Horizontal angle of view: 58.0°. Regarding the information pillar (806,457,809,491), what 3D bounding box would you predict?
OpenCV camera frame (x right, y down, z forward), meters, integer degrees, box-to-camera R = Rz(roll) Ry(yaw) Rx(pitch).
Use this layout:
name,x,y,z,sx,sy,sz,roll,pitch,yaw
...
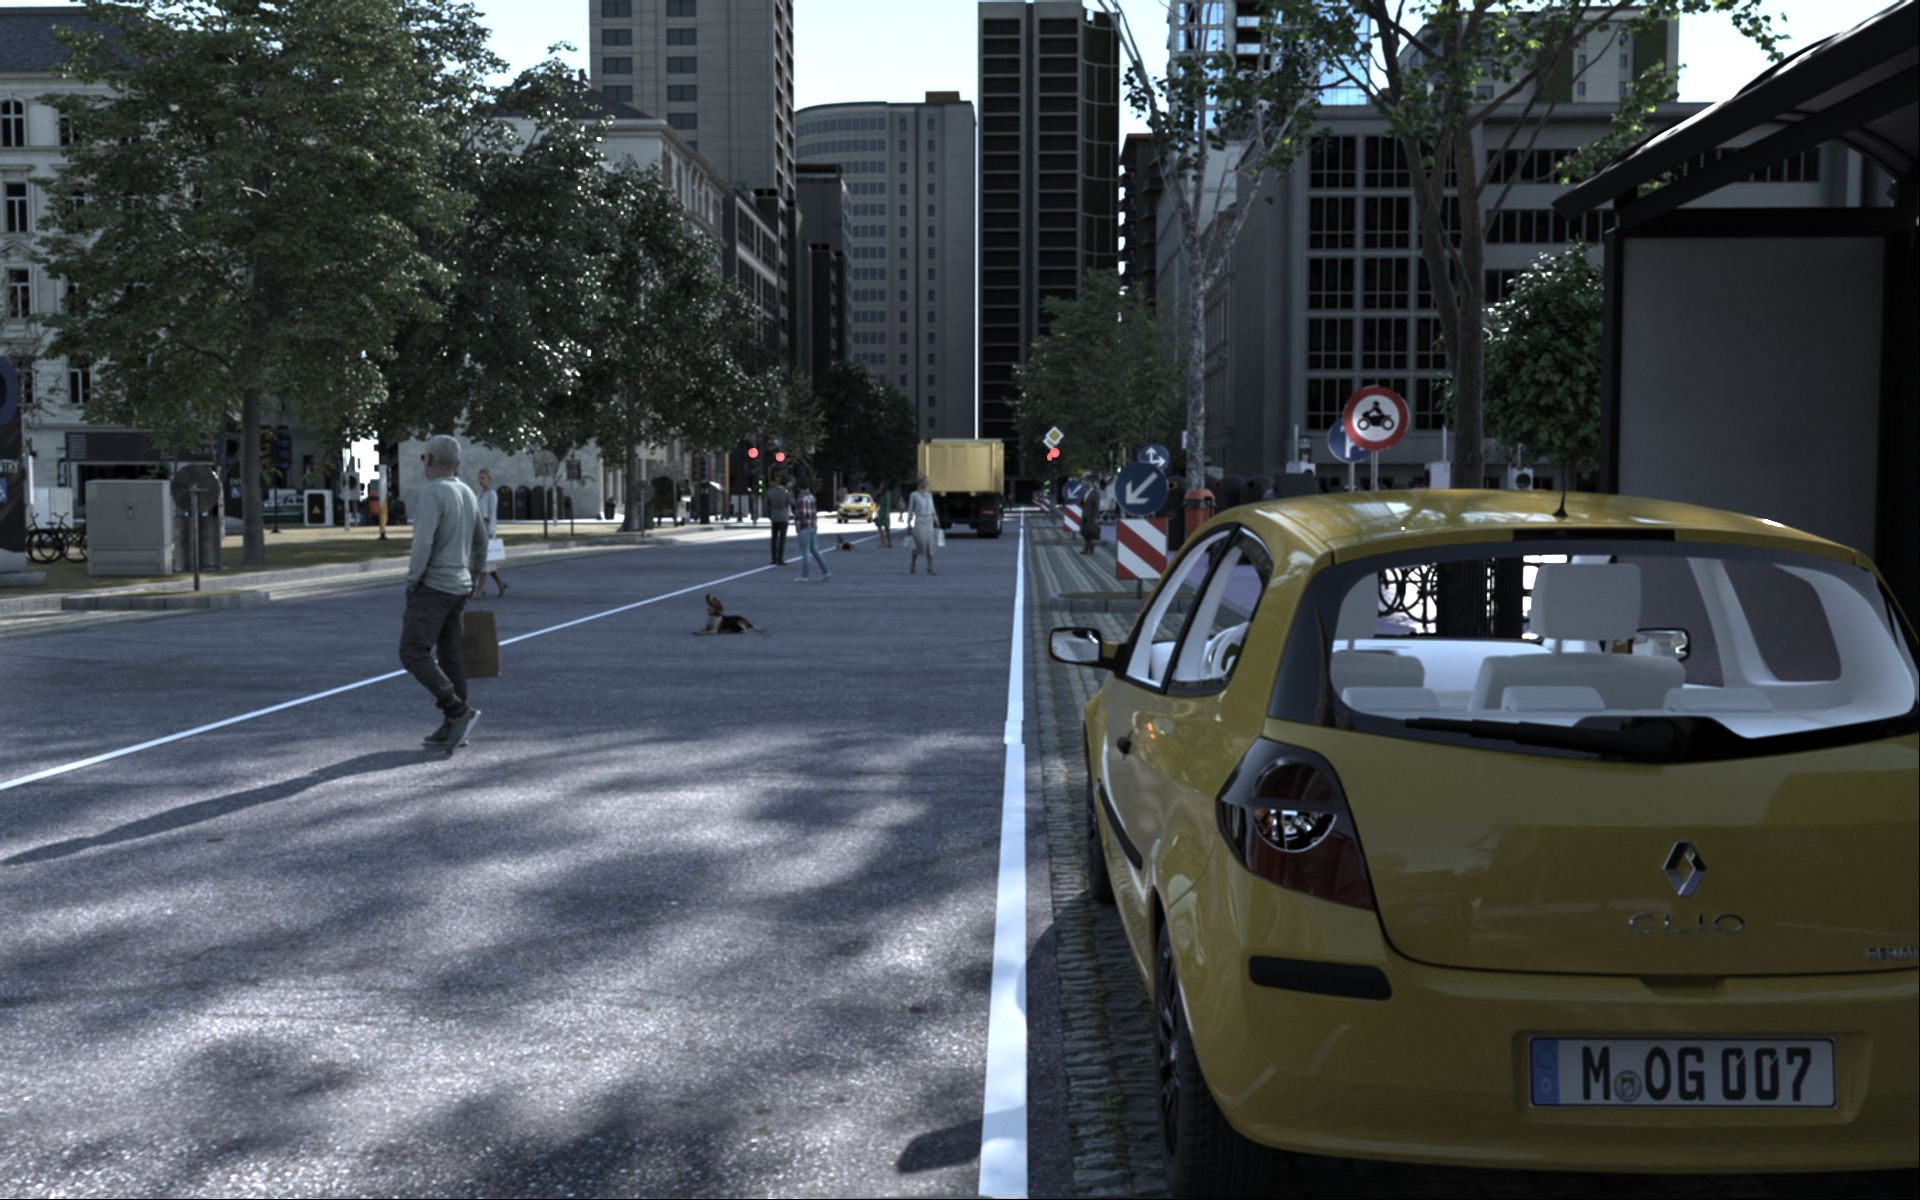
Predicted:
name,x,y,z,sx,sy,sz,roll,pitch,yaw
information pillar,-9.717,-7.268,110.193,0.183,3.616,0.504,0,4,5

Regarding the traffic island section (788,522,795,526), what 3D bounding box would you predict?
name,x,y,z,sx,sy,sz,roll,pitch,yaw
traffic island section,-8.272,-3.534,80.058,2.009,0.180,2.903,0,4,2

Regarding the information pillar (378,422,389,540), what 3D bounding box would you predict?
name,x,y,z,sx,sy,sz,roll,pitch,yaw
information pillar,-16.246,-3.509,48.721,0.183,3.616,0.504,0,4,-1

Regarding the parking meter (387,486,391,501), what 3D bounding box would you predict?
name,x,y,z,sx,sy,sz,roll,pitch,yaw
parking meter,-43.020,-7.635,130.541,0.255,1.863,0.399,-1,4,-22

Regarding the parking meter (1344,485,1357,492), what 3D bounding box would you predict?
name,x,y,z,sx,sy,sz,roll,pitch,yaw
parking meter,10.757,-2.406,47.749,0.372,1.533,0.369,0,3,0

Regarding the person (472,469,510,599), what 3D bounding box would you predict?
name,x,y,z,sx,sy,sz,roll,pitch,yaw
person,-6.461,-0.913,23.776,0.624,1.780,0.694,-2,4,-30

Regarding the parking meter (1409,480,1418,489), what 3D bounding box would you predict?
name,x,y,z,sx,sy,sz,roll,pitch,yaw
parking meter,18.535,-3.988,70.907,0.399,1.863,0.255,1,4,22

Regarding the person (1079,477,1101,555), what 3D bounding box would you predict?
name,x,y,z,sx,sy,sz,roll,pitch,yaw
person,3.062,-1.977,40.783,0.622,1.834,0.822,3,4,39

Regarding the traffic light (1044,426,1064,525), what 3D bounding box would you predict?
name,x,y,z,sx,sy,sz,roll,pitch,yaw
traffic light,3.882,-5.051,71.510,0.839,4.253,0.868,0,4,2

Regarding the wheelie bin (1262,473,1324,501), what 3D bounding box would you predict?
name,x,y,z,sx,sy,sz,roll,pitch,yaw
wheelie bin,4.987,-1.110,26.060,0.980,1.594,0.693,-1,4,-13

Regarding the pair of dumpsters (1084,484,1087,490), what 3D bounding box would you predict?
name,x,y,z,sx,sy,sz,roll,pitch,yaw
pair of dumpsters,7.661,-6.021,100.942,1.574,2.255,4.437,0,4,2

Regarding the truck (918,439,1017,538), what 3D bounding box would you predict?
name,x,y,z,sx,sy,sz,roll,pitch,yaw
truck,0.164,-3.891,59.537,3.469,3.379,9.791,0,4,3

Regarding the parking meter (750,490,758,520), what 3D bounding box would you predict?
name,x,y,z,sx,sy,sz,roll,pitch,yaw
parking meter,-10.027,-4.650,84.432,0.372,1.533,0.369,0,3,0

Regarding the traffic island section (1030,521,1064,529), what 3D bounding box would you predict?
name,x,y,z,sx,sy,sz,roll,pitch,yaw
traffic island section,4.211,-3.506,79.602,2.009,0.180,2.903,0,4,2

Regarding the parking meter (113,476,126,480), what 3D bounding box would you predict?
name,x,y,z,sx,sy,sz,roll,pitch,yaw
parking meter,-27.886,-3.167,57.499,0.399,1.863,0.255,1,4,18

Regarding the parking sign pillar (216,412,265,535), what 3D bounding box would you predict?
name,x,y,z,sx,sy,sz,roll,pitch,yaw
parking sign pillar,-22.660,-4.034,54.427,1.447,3.967,1.447,1,4,12

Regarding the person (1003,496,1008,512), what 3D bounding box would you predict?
name,x,y,z,sx,sy,sz,roll,pitch,yaw
person,3.452,-7.443,134.473,0.640,1.303,0.475,0,4,-7

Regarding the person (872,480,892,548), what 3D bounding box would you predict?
name,x,y,z,sx,sy,sz,roll,pitch,yaw
person,-2.001,-2.291,46.209,0.529,1.795,0.600,-2,4,-35

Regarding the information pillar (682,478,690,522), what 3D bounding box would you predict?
name,x,y,z,sx,sy,sz,roll,pitch,yaw
information pillar,-12.804,-4.675,80.927,0.304,2.012,0.304,-2,4,-24

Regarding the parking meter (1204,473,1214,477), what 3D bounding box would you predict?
name,x,y,z,sx,sy,sz,roll,pitch,yaw
parking meter,6.549,-2.461,45.956,0.399,1.863,0.255,2,4,24

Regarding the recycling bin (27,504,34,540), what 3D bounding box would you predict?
name,x,y,z,sx,sy,sz,roll,pitch,yaw
recycling bin,-26.348,-2.235,49.097,0.722,1.027,0.722,1,4,19

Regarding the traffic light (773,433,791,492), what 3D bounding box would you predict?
name,x,y,z,sx,sy,sz,roll,pitch,yaw
traffic light,-8.232,-5.566,79.922,0.839,4.253,0.868,0,4,2

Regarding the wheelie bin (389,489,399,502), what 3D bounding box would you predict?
name,x,y,z,sx,sy,sz,roll,pitch,yaw
wheelie bin,-34.645,-6.034,106.562,0.693,1.594,0.980,3,5,41

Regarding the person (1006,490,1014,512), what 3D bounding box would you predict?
name,x,y,z,sx,sy,sz,roll,pitch,yaw
person,4.039,-7.937,138.854,0.593,1.750,0.643,1,4,22

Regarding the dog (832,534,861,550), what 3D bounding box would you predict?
name,x,y,z,sx,sy,sz,roll,pitch,yaw
dog,-2.898,-1.469,44.212,0.748,0.427,0.550,0,4,-1

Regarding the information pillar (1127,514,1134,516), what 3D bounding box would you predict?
name,x,y,z,sx,sy,sz,roll,pitch,yaw
information pillar,7.121,-4.122,71.881,0.304,2.012,0.304,-1,4,-11

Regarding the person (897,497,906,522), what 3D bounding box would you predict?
name,x,y,z,sx,sy,sz,roll,pitch,yaw
person,-2.948,-4.575,87.577,0.475,1.303,0.640,-3,5,-41

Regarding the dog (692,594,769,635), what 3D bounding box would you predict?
name,x,y,z,sx,sy,sz,roll,pitch,yaw
dog,-2.355,0.145,17.814,0.748,0.427,0.550,0,4,1

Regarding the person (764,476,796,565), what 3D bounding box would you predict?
name,x,y,z,sx,sy,sz,roll,pitch,yaw
person,-3.633,-1.604,34.911,0.592,1.802,0.473,2,4,31

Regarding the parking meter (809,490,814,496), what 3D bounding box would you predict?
name,x,y,z,sx,sy,sz,roll,pitch,yaw
parking meter,-9.304,-6.109,108.290,0.372,1.533,0.369,0,3,0

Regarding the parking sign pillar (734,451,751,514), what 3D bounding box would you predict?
name,x,y,z,sx,sy,sz,roll,pitch,yaw
parking sign pillar,-13.913,-7.439,110.106,1.447,3.967,1.447,-2,4,-30

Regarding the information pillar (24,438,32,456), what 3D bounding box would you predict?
name,x,y,z,sx,sy,sz,roll,pitch,yaw
information pillar,-38.856,-4.945,72.201,0.504,3.616,0.183,1,4,19

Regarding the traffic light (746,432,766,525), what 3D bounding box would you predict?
name,x,y,z,sx,sy,sz,roll,pitch,yaw
traffic light,-8.522,-5.078,71.942,0.839,4.253,0.868,0,4,2

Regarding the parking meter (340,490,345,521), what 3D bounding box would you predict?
name,x,y,z,sx,sy,sz,roll,pitch,yaw
parking meter,-29.295,-4.524,82.374,0.372,1.533,0.369,0,3,0

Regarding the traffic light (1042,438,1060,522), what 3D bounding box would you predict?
name,x,y,z,sx,sy,sz,roll,pitch,yaw
traffic light,4.172,-5.539,79.490,0.839,4.253,0.868,0,4,2

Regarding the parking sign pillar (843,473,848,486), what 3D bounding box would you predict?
name,x,y,z,sx,sy,sz,roll,pitch,yaw
parking sign pillar,-9.709,-9.846,149.460,1.447,3.967,1.447,1,4,11

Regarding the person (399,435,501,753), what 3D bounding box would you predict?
name,x,y,z,sx,sy,sz,roll,pitch,yaw
person,-2.884,-0.058,9.934,0.515,1.767,0.782,1,4,12

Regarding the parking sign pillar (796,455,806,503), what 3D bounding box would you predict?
name,x,y,z,sx,sy,sz,roll,pitch,yaw
parking sign pillar,-10.657,-7.896,117.564,1.447,3.967,1.447,1,4,20

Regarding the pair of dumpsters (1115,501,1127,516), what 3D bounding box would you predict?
name,x,y,z,sx,sy,sz,roll,pitch,yaw
pair of dumpsters,8.755,-5.704,95.751,1.574,2.255,4.437,0,4,2

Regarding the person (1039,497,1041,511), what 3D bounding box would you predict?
name,x,y,z,sx,sy,sz,roll,pitch,yaw
person,6.442,-7.775,135.809,0.537,1.800,0.526,2,4,35

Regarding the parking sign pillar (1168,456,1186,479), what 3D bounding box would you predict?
name,x,y,z,sx,sy,sz,roll,pitch,yaw
parking sign pillar,13.424,-7.199,106.174,1.447,3.967,1.447,-2,4,-26

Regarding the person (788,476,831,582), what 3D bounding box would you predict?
name,x,y,z,sx,sy,sz,roll,pitch,yaw
person,-2.469,-1.157,28.255,0.643,1.720,0.563,1,4,22

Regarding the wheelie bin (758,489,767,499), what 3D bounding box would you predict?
name,x,y,z,sx,sy,sz,roll,pitch,yaw
wheelie bin,-12.752,-6.441,113.221,0.693,1.594,0.980,2,4,27

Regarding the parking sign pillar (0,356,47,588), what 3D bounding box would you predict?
name,x,y,z,sx,sy,sz,roll,pitch,yaw
parking sign pillar,-13.513,-2.171,23.961,1.447,3.967,1.447,0,4,-1

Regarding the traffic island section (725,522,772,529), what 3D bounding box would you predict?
name,x,y,z,sx,sy,sz,roll,pitch,yaw
traffic island section,-8.561,-3.046,72.079,2.009,0.180,2.903,0,4,2

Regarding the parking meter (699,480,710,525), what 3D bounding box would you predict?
name,x,y,z,sx,sy,sz,roll,pitch,yaw
parking meter,-10.767,-4.115,72.985,0.255,1.863,0.399,2,4,33

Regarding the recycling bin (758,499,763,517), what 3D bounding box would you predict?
name,x,y,z,sx,sy,sz,roll,pitch,yaw
recycling bin,-10.678,-5.075,95.531,0.722,1.027,0.722,-3,5,-39

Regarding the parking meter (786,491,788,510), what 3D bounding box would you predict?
name,x,y,z,sx,sy,sz,roll,pitch,yaw
parking meter,-10.380,-6.010,103.972,0.399,1.863,0.255,1,4,17

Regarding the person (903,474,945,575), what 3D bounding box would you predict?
name,x,y,z,sx,sy,sz,roll,pitch,yaw
person,-0.650,-1.343,30.809,0.694,1.780,0.624,-1,4,-17
